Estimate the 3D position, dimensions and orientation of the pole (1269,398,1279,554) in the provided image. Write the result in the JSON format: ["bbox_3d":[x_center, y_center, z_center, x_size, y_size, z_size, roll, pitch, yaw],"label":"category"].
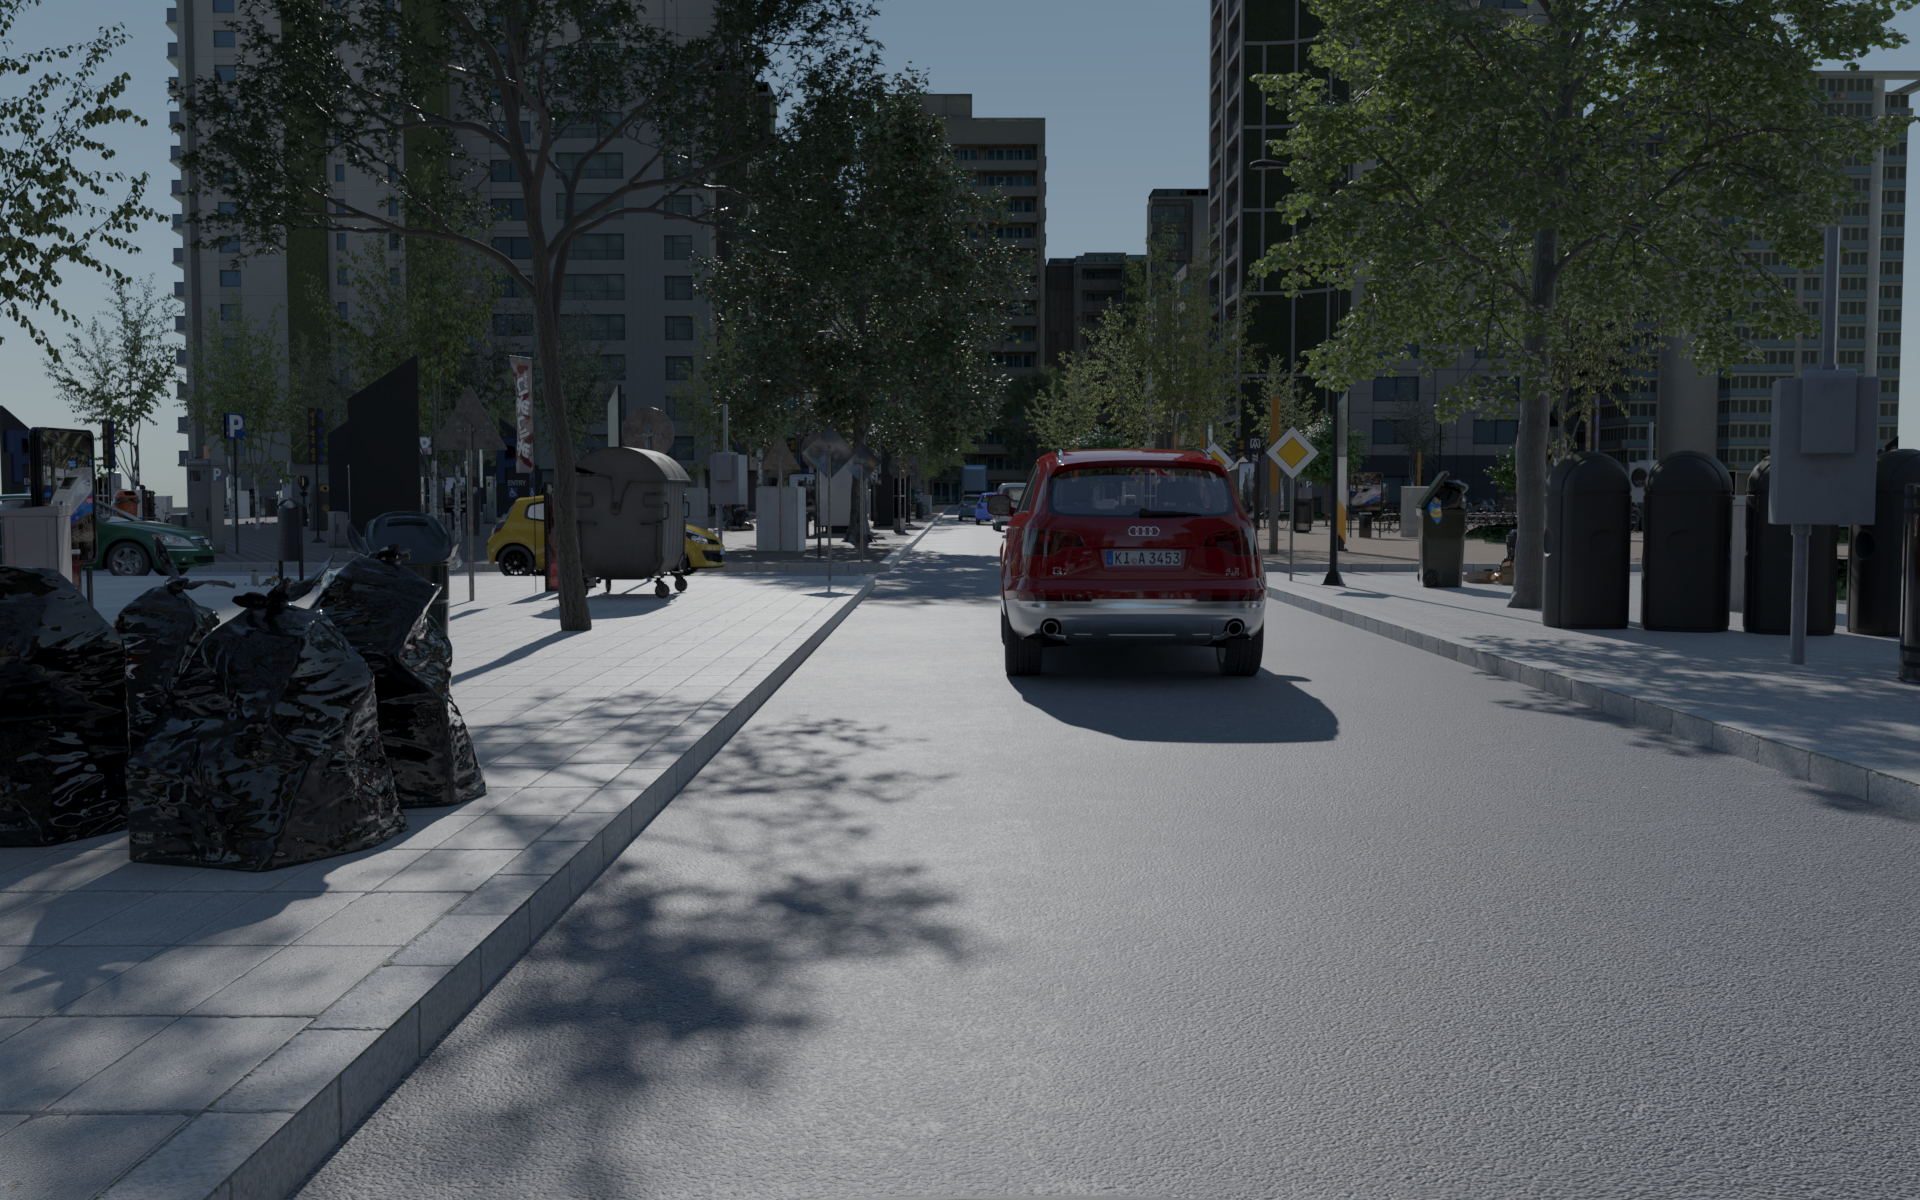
[{"bbox_3d":[6.702,-2.635,36.933,0.158,3.312,0.155,0,3,0],"label":"pole"}]

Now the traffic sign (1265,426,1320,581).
[{"bbox_3d":[4.874,-1.335,25.464,0.795,2.450,0.064,0,4,0],"label":"traffic sign"}]

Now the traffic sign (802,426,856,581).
[{"bbox_3d":[-1.920,-1.337,25.500,0.795,2.450,0.064,0,4,0],"label":"traffic sign"}]

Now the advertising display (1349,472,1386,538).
[{"bbox_3d":[11.932,-2.796,50.930,0.974,1.923,0.123,2,4,23],"label":"advertising display"}]

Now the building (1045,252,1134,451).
[{"bbox_3d":[17.323,-26.802,209.911,14.107,30.474,14.160,0,4,0],"label":"building"}]

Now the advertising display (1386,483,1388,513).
[{"bbox_3d":[24.168,-5.745,99.152,0.123,1.923,0.974,-1,4,-19],"label":"advertising display"}]

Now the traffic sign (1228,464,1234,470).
[{"bbox_3d":[8.905,-3.410,57.878,0.606,2.300,0.079,0,4,5],"label":"traffic sign"}]

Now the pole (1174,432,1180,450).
[{"bbox_3d":[7.154,-3.875,57.202,0.158,3.312,0.155,0,3,0],"label":"pole"}]

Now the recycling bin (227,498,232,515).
[{"bbox_3d":[-44.449,-5.730,106.236,0.722,1.027,0.722,1,4,17],"label":"recycling bin"}]

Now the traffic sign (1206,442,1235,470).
[{"bbox_3d":[4.893,-1.823,33.449,0.795,2.450,0.064,0,4,0],"label":"traffic sign"}]

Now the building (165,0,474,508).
[{"bbox_3d":[-57.240,-37.947,162.435,28.212,58.520,21.231,0,4,0],"label":"building"}]

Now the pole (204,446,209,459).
[{"bbox_3d":[-31.839,-4.857,73.263,0.158,3.312,0.155,0,3,0],"label":"pole"}]

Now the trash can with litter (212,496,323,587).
[{"bbox_3d":[-9.183,-0.797,24.082,2.233,1.210,1.678,3,4,36],"label":"trash can with litter"}]

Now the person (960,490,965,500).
[{"bbox_3d":[0.170,-7.703,134.993,0.434,1.755,0.990,1,4,16],"label":"person"}]

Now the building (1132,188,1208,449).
[{"bbox_3d":[24.640,-24.120,166.057,14.160,30.474,14.107,0,4,0],"label":"building"}]

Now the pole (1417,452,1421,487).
[{"bbox_3d":[22.221,-5.505,83.855,0.158,3.312,0.155,0,3,0],"label":"pole"}]

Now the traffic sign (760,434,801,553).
[{"bbox_3d":[-3.906,-2.304,37.670,0.884,2.594,0.081,0,4,3],"label":"traffic sign"}]

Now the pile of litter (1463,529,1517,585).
[{"bbox_3d":[7.846,-0.666,24.856,1.176,0.858,1.719,0,4,6],"label":"pile of litter"}]

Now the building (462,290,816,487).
[{"bbox_3d":[-27.652,-19.295,160.506,28.899,21.520,27.650,0,4,0],"label":"building"}]

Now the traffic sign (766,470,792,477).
[{"bbox_3d":[-5.714,-3.364,54.997,0.884,2.594,0.081,0,4,1],"label":"traffic sign"}]

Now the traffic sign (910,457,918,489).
[{"bbox_3d":[-3.329,-5.981,91.658,2.265,3.308,0.079,0,4,3],"label":"traffic sign"}]

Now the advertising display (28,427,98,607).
[{"bbox_3d":[-8.793,-0.722,17.018,0.123,1.923,0.974,0,4,2],"label":"advertising display"}]

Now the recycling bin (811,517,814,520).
[{"bbox_3d":[-6.914,-4.454,85.377,0.722,1.027,0.722,2,4,34],"label":"recycling bin"}]

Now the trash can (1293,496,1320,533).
[{"bbox_3d":[11.291,-2.781,57.118,0.748,1.137,0.748,0,3,0],"label":"trash can"}]

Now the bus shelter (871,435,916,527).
[{"bbox_3d":[-2.634,-4.864,70.806,1.731,3.624,6.357,0,4,0],"label":"bus shelter"}]

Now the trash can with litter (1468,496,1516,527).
[{"bbox_3d":[20.783,-3.409,66.797,2.233,1.210,1.678,2,4,25],"label":"trash can with litter"}]

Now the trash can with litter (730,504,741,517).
[{"bbox_3d":[-11.969,-4.972,92.671,0.624,1.170,1.055,1,4,14],"label":"trash can with litter"}]

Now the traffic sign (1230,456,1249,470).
[{"bbox_3d":[8.580,-3.144,52.586,0.795,2.450,0.064,0,4,4],"label":"traffic sign"}]

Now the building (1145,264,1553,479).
[{"bbox_3d":[30.798,-18.316,144.503,27.650,21.520,28.899,0,4,0],"label":"building"}]

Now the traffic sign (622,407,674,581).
[{"bbox_3d":[-4.568,-1.546,25.381,0.768,2.556,0.104,0,4,2],"label":"traffic sign"}]

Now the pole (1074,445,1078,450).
[{"bbox_3d":[4.786,-4.744,71.405,0.158,3.312,0.155,0,3,0],"label":"pole"}]

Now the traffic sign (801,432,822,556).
[{"bbox_3d":[-2.904,-2.176,35.676,0.768,2.556,0.104,1,4,8],"label":"traffic sign"}]

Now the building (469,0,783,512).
[{"bbox_3d":[-24.371,-42.440,132.138,20.563,71.187,20.611,0,4,0],"label":"building"}]

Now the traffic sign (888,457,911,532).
[{"bbox_3d":[-2.019,-3.531,57.834,0.768,2.556,0.104,1,4,9],"label":"traffic sign"}]

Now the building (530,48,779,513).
[{"bbox_3d":[-19.921,-21.061,116.043,14.160,30.474,14.107,0,4,0],"label":"building"}]

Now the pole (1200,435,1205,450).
[{"bbox_3d":[8.396,-4.048,60.035,0.158,3.312,0.155,0,3,0],"label":"pole"}]

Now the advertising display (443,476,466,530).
[{"bbox_3d":[-18.131,-3.495,62.361,0.974,1.923,0.123,-3,5,-43],"label":"advertising display"}]

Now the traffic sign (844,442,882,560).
[{"bbox_3d":[-1.902,-1.825,33.485,0.795,2.450,0.064,0,4,0],"label":"traffic sign"}]

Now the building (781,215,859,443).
[{"bbox_3d":[-23.318,-32.233,218.894,23.993,40.220,32.217,0,4,0],"label":"building"}]

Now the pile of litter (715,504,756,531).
[{"bbox_3d":[-7.676,-2.842,60.428,1.719,0.858,1.176,1,4,17],"label":"pile of litter"}]

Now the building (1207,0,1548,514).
[{"bbox_3d":[26.457,-41.567,117.880,20.563,71.187,20.611,0,4,0],"label":"building"}]

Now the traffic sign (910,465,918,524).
[{"bbox_3d":[-2.186,-4.588,75.127,0.768,2.556,0.104,0,4,5],"label":"traffic sign"}]

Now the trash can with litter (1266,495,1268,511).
[{"bbox_3d":[16.699,-5.128,94.892,1.678,1.210,2.233,0,4,4],"label":"trash can with litter"}]

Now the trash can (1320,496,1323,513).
[{"bbox_3d":[21.708,-5.738,105.471,0.748,1.137,0.748,0,3,0],"label":"trash can"}]

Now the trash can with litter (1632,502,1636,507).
[{"bbox_3d":[42.036,-5.926,108.277,0.624,1.170,1.055,2,4,27],"label":"trash can with litter"}]

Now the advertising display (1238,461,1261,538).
[{"bbox_3d":[5.755,-1.792,34.514,0.123,1.923,0.974,-1,4,-11],"label":"advertising display"}]

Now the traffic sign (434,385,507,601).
[{"bbox_3d":[-5.870,-1.269,20.755,0.884,2.594,0.081,0,4,2],"label":"traffic sign"}]

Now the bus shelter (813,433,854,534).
[{"bbox_3d":[-3.995,-3.965,58.759,2.014,3.302,5.546,0,3,0],"label":"bus shelter"}]

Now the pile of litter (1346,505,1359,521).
[{"bbox_3d":[19.014,-4.309,84.425,1.176,0.858,1.719,1,4,13],"label":"pile of litter"}]

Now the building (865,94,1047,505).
[{"bbox_3d":[-0.533,-36.066,213.374,21.600,48.544,21.300,0,4,0],"label":"building"}]

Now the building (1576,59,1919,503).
[{"bbox_3d":[68.799,-28.477,157.480,23.993,40.220,32.217,0,4,0],"label":"building"}]

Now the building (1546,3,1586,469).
[{"bbox_3d":[46.014,-32.923,161.996,21.600,48.544,21.300,0,4,0],"label":"building"}]

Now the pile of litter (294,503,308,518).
[{"bbox_3d":[-33.610,-4.510,87.703,1.719,0.858,1.176,0,4,-2],"label":"pile of litter"}]

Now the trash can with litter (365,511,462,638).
[{"bbox_3d":[-3.371,0.033,10.848,0.624,1.170,1.055,-2,4,-24],"label":"trash can with litter"}]

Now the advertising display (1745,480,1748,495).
[{"bbox_3d":[36.807,-4.574,79.996,0.974,1.923,0.123,2,4,30],"label":"advertising display"}]

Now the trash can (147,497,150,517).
[{"bbox_3d":[-38.780,-4.327,82.406,0.748,1.137,0.748,0,3,0],"label":"trash can"}]

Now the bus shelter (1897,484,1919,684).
[{"bbox_3d":[6.608,-1.839,7.693,2.179,5.291,8.768,0,4,0],"label":"bus shelter"}]

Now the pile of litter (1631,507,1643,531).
[{"bbox_3d":[23.075,-2.801,59.767,1.719,0.858,1.176,0,4,6],"label":"pile of litter"}]

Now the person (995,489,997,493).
[{"bbox_3d":[2.395,-6.896,121.697,0.683,1.767,0.568,-2,4,-28],"label":"person"}]
